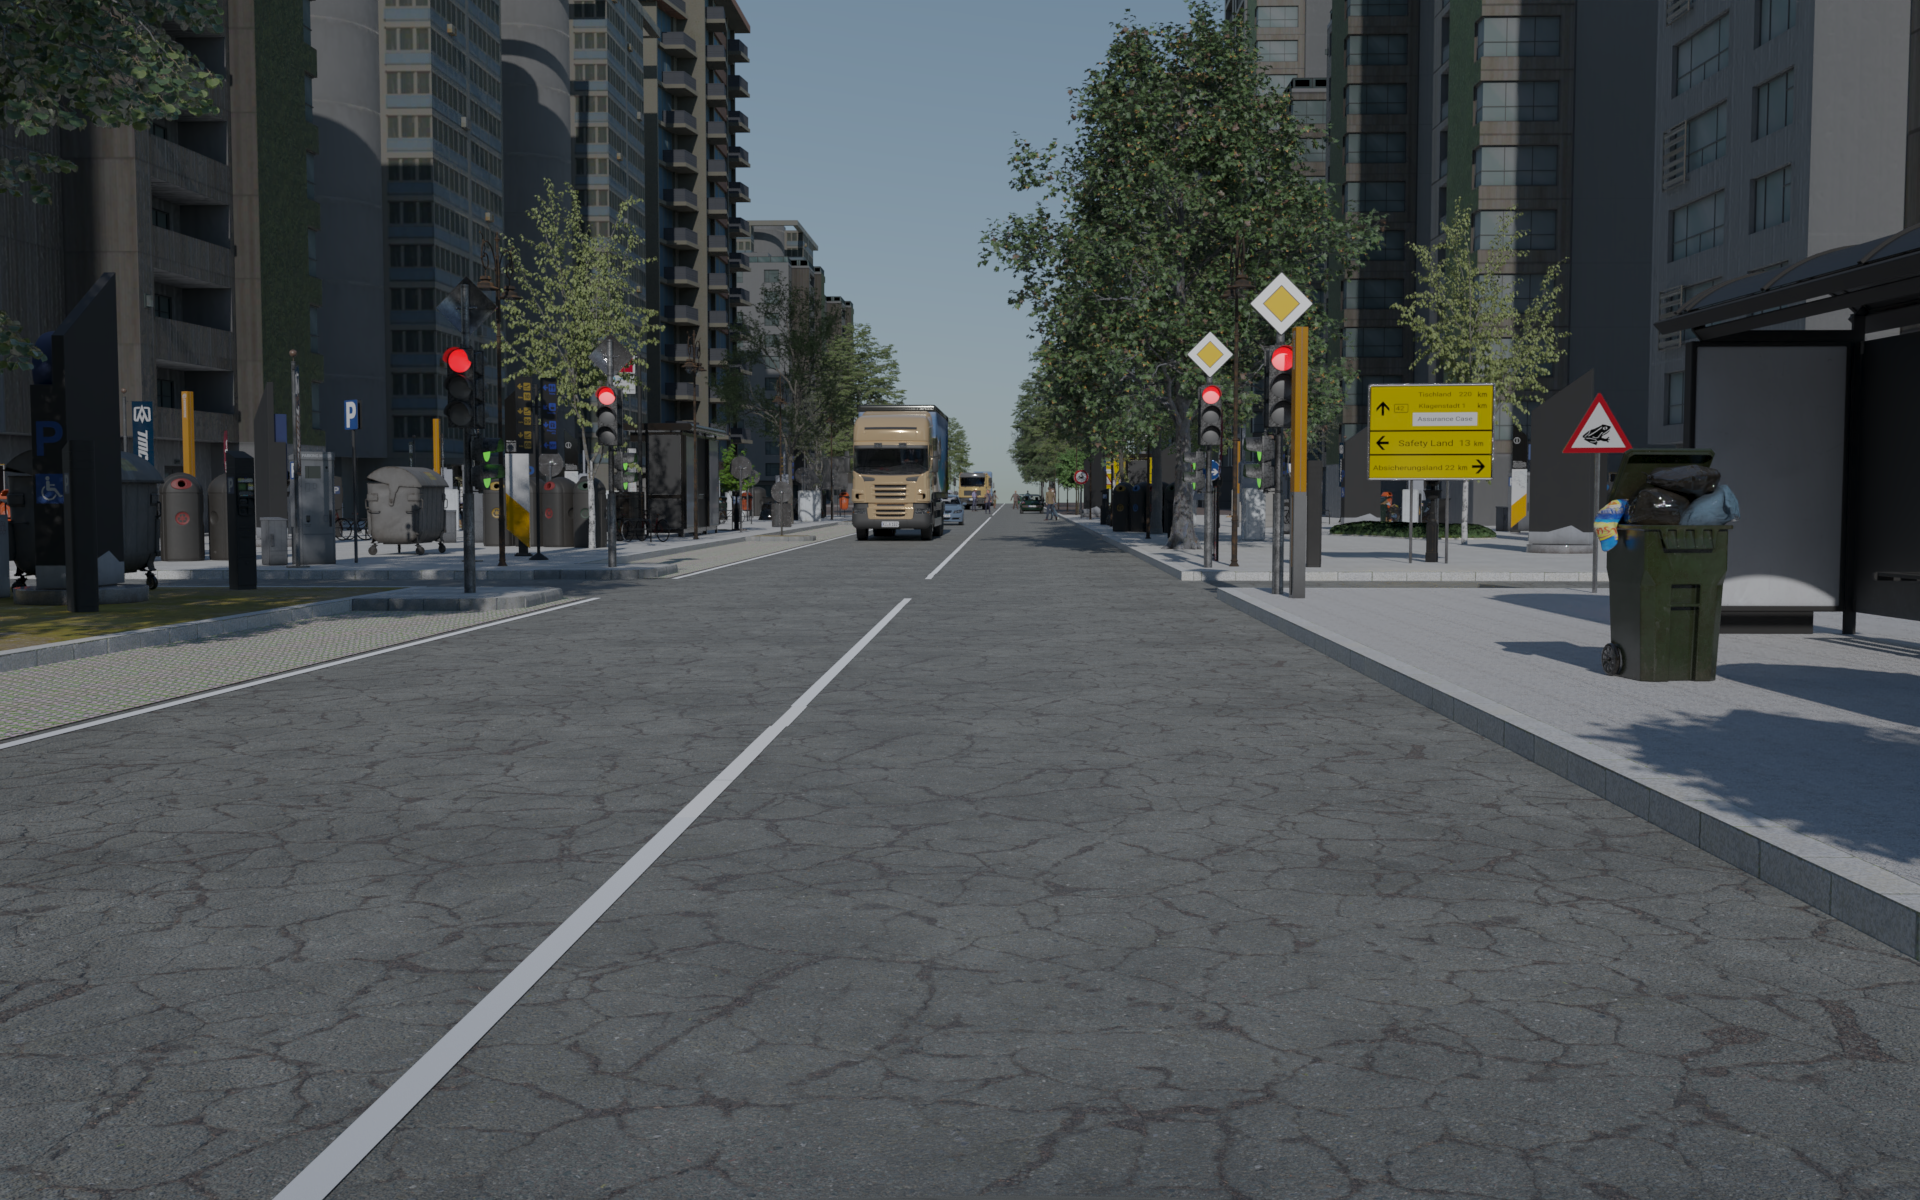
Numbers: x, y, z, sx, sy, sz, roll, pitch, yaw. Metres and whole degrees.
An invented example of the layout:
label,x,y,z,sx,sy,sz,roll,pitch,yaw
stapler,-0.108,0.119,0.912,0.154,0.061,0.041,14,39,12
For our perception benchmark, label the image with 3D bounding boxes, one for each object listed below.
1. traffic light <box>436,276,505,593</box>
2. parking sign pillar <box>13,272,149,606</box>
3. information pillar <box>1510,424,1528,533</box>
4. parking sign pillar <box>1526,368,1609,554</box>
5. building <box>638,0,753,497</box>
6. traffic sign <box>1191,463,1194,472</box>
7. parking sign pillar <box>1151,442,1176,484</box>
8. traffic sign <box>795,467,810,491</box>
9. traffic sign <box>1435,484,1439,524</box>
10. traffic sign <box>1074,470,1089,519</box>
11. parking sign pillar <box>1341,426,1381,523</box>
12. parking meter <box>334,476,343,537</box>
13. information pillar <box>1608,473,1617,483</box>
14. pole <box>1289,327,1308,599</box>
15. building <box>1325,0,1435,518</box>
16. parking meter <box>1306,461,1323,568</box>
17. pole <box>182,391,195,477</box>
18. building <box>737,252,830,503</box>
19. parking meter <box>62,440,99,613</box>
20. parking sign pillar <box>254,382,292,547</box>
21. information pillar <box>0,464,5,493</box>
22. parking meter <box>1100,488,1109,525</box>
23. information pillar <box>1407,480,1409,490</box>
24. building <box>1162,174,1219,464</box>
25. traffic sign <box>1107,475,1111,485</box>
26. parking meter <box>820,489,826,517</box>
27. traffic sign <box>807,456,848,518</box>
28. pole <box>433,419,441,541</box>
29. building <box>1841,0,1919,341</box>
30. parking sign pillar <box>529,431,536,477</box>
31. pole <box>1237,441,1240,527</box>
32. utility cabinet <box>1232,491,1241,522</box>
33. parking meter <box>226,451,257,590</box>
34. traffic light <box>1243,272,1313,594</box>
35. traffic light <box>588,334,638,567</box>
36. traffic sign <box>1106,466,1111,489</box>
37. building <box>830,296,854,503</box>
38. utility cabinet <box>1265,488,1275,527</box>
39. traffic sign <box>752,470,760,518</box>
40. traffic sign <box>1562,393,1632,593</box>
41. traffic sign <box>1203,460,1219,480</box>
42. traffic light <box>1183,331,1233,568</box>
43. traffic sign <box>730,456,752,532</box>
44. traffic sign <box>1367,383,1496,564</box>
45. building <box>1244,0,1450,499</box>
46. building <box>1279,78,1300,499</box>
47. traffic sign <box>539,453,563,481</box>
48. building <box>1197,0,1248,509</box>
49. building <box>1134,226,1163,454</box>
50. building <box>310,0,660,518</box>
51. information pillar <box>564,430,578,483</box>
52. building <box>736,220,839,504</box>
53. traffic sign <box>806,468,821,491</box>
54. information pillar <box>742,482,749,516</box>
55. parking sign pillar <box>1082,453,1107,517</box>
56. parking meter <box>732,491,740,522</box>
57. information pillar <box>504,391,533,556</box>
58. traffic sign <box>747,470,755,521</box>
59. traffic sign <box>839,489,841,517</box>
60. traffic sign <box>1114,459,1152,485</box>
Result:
label,x,y,z,sx,sy,sz,roll,pitch,yaw
traffic light,-6.353,-2.048,22.398,0.839,4.253,0.868,0,4,2
parking sign pillar,-10.452,-1.959,20.503,1.447,3.967,1.447,0,4,0
information pillar,18.577,-4.050,57.567,0.504,3.616,0.183,1,4,16
parking sign pillar,13.136,-3.013,37.734,1.447,3.967,1.447,3,4,36
building,-29.567,-29.972,144.667,22.147,44.769,28.867,0,4,2
traffic sign,8.112,-3.765,61.660,0.768,2.556,0.104,0,4,5
parking sign pillar,10.149,-5.944,85.661,1.447,3.967,1.447,-1,4,-12
traffic sign,-7.480,-5.022,82.208,0.768,2.556,0.104,1,4,10
traffic sign,9.236,-2.045,33.542,0.768,2.556,0.104,0,4,5
traffic sign,6.332,-5.523,90.409,0.768,2.556,0.104,1,4,10
parking sign pillar,14.024,-4.409,60.562,1.447,3.967,1.447,0,4,-6
parking meter,-18.456,-2.782,51.202,0.399,1.863,0.255,-2,4,-32
information pillar,22.359,-3.352,59.304,0.304,2.012,0.304,1,4,16
pole,4.155,-1.676,21.249,0.158,3.312,0.155,0,3,0
building,27.429,-19.919,97.383,14.160,30.474,14.107,0,4,2
parking meter,6.216,-1.509,30.386,0.255,1.863,0.399,1,4,13
pole,-15.352,-2.487,34.509,0.158,3.312,0.155,0,3,0
building,-24.111,-26.886,211.295,14.160,30.474,14.107,0,4,2
parking meter,-9.597,-0.806,18.897,0.255,1.863,0.399,-3,5,-39
parking sign pillar,-16.867,-3.296,42.365,1.447,3.967,1.447,-3,4,-36
information pillar,-23.560,-2.314,42.330,0.304,2.012,0.304,2,4,24
parking meter,6.038,-3.904,72.249,0.372,1.533,0.369,0,3,0
information pillar,22.336,-4.973,85.798,0.304,2.012,0.304,-3,5,-43
building,36.309,-34.630,220.828,22.147,44.769,28.867,0,4,2
traffic sign,8.604,-6.267,102.474,0.884,2.594,0.081,0,4,4
parking meter,-7.647,-5.567,96.730,0.255,1.863,0.399,-2,4,-31
traffic sign,-7.191,-6.115,93.847,2.265,3.308,0.079,1,4,8
pole,-14.189,-3.254,47.054,0.158,3.312,0.155,0,3,0
building,28.782,-22.265,47.624,14.086,41.232,14.154,0,4,2
parking sign pillar,-13.319,-3.920,52.559,1.447,3.967,1.447,-2,4,-35
pole,10.715,-4.473,66.979,0.158,3.312,0.155,0,3,0
utility cabinet,12.891,-4.260,78.326,1.173,1.500,0.318,2,4,31
parking meter,-9.665,-1.076,23.297,0.255,1.863,0.399,-3,5,-44
traffic light,4.053,-2.029,22.089,0.839,4.253,0.868,0,4,2
traffic light,-6.104,-2.536,30.379,0.839,4.253,0.868,0,4,2
traffic sign,9.069,-6.799,105.036,2.265,3.308,0.079,0,4,2
building,-22.834,-29.211,249.303,14.160,30.474,14.107,0,4,2
utility cabinet,11.820,-3.554,66.792,0.318,1.500,1.173,2,4,33
traffic sign,-10.998,-5.613,91.876,0.768,2.556,0.104,0,4,7
traffic sign,8.233,-1.370,22.397,0.884,2.594,0.081,0,4,8
traffic sign,9.358,-3.960,64.847,0.768,2.556,0.104,1,4,9
traffic light,4.303,-2.517,30.071,0.839,4.253,0.868,0,4,2
traffic sign,-7.352,-3.545,58.069,0.768,2.556,0.104,0,4,6
traffic sign,8.652,-2.325,31.892,2.265,3.308,0.079,1,4,9
building,29.458,-27.754,137.380,14.154,41.232,14.086,0,4,2
building,29.490,-21.525,123.630,14.160,30.474,14.107,0,4,2
traffic sign,-11.919,-3.076,50.397,0.768,2.556,0.104,0,4,4
building,32.752,-43.801,154.402,20.563,71.187,20.611,0,4,2
building,35.752,-43.242,249.005,21.231,58.520,28.212,0,4,2
building,-34.896,-26.070,118.118,32.217,40.220,23.993,0,4,2
information pillar,-14.172,-4.388,63.092,0.504,3.616,0.183,-1,4,-22
building,-32.374,-32.930,230.279,32.217,40.220,23.993,0,4,2
traffic sign,-7.432,-5.340,87.308,0.884,2.594,0.081,0,4,7
information pillar,-12.165,-5.729,98.155,0.304,2.012,0.304,3,4,37
parking sign pillar,7.452,-6.545,95.486,1.447,3.967,1.447,3,5,41
parking meter,-10.173,-4.309,78.869,0.372,1.533,0.369,0,3,0
information pillar,-9.083,-2.706,35.600,0.504,3.616,0.183,0,4,-4
traffic sign,-9.966,-4.959,81.187,0.768,2.556,0.104,0,4,5
traffic sign,-6.749,-5.958,97.520,0.768,2.556,0.104,0,4,7
traffic sign,9.795,-6.383,98.241,2.265,3.308,0.079,0,4,3
